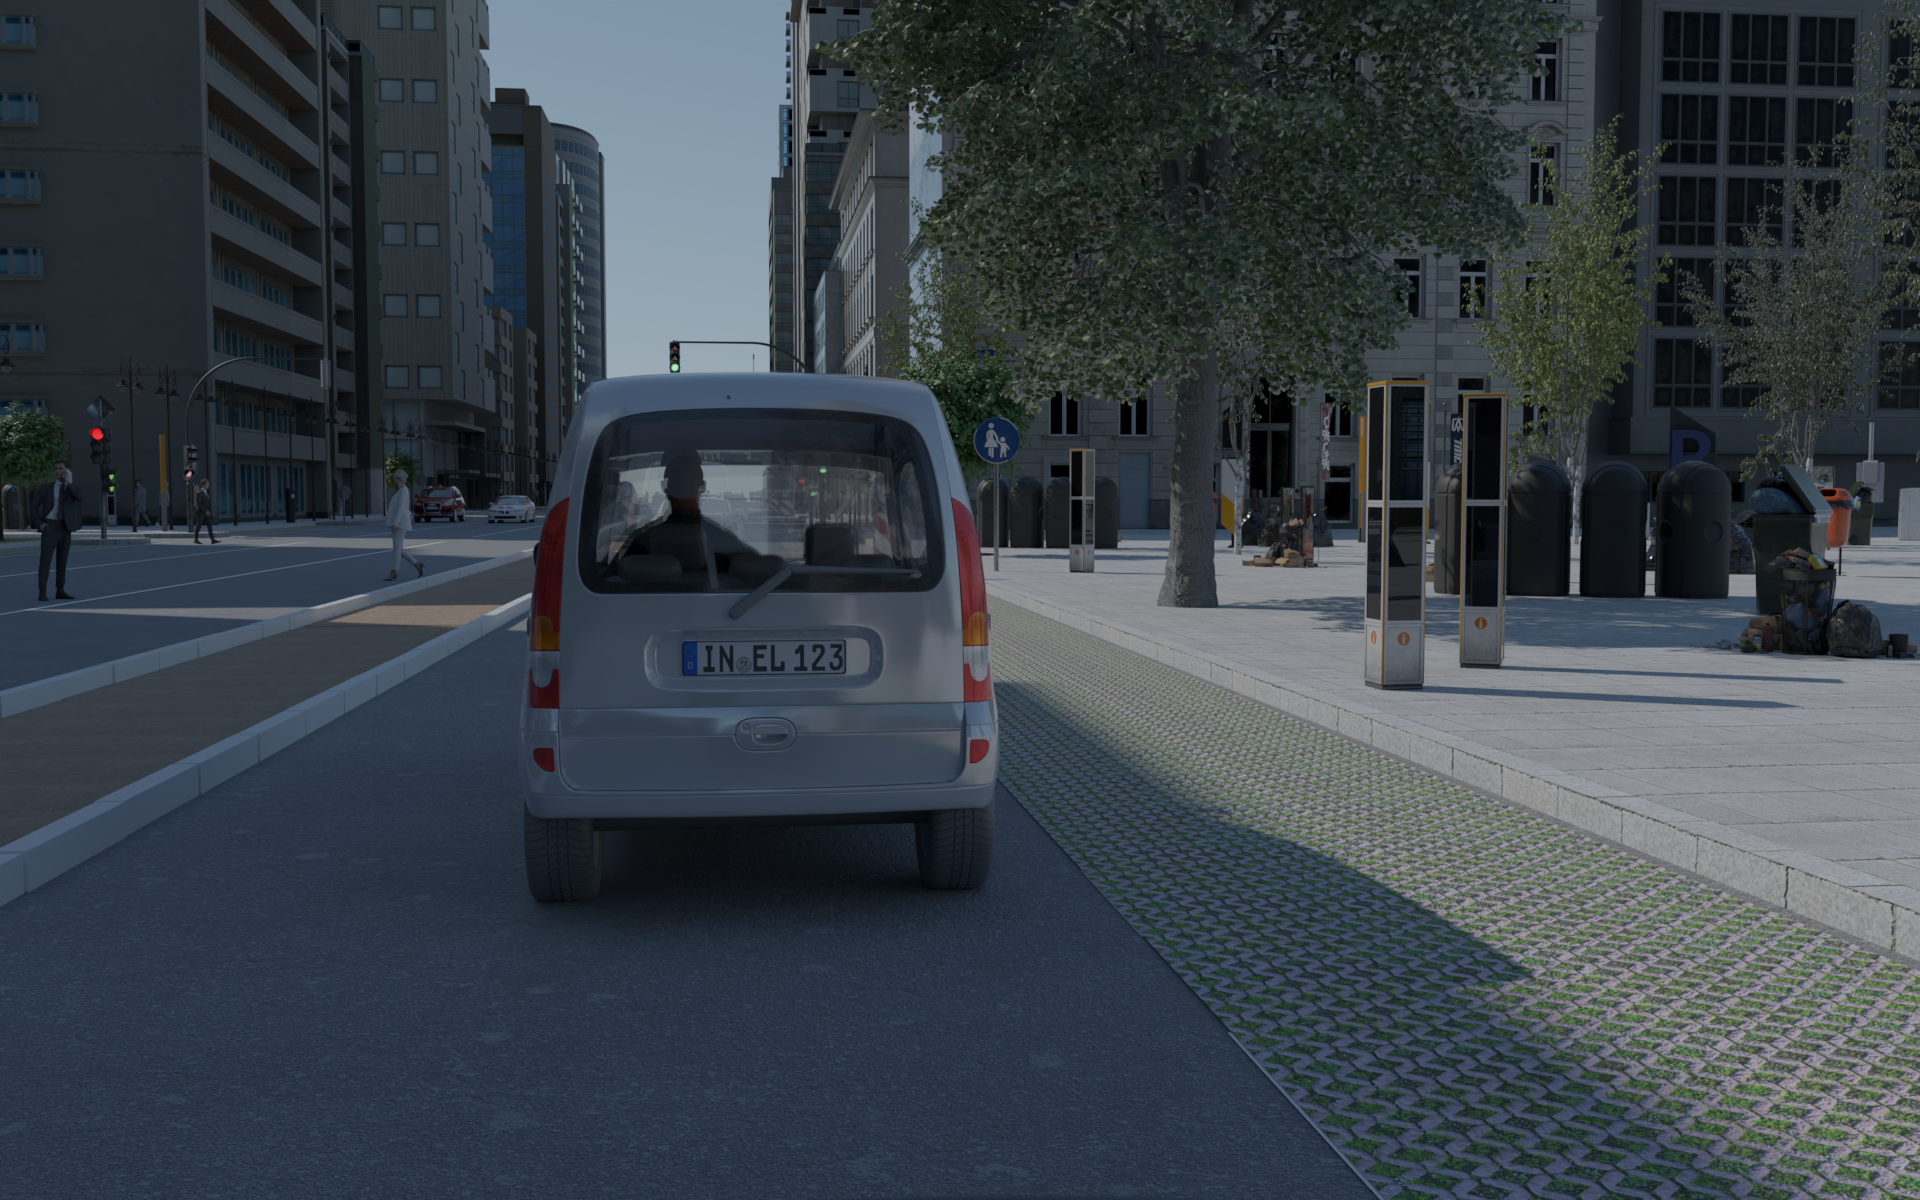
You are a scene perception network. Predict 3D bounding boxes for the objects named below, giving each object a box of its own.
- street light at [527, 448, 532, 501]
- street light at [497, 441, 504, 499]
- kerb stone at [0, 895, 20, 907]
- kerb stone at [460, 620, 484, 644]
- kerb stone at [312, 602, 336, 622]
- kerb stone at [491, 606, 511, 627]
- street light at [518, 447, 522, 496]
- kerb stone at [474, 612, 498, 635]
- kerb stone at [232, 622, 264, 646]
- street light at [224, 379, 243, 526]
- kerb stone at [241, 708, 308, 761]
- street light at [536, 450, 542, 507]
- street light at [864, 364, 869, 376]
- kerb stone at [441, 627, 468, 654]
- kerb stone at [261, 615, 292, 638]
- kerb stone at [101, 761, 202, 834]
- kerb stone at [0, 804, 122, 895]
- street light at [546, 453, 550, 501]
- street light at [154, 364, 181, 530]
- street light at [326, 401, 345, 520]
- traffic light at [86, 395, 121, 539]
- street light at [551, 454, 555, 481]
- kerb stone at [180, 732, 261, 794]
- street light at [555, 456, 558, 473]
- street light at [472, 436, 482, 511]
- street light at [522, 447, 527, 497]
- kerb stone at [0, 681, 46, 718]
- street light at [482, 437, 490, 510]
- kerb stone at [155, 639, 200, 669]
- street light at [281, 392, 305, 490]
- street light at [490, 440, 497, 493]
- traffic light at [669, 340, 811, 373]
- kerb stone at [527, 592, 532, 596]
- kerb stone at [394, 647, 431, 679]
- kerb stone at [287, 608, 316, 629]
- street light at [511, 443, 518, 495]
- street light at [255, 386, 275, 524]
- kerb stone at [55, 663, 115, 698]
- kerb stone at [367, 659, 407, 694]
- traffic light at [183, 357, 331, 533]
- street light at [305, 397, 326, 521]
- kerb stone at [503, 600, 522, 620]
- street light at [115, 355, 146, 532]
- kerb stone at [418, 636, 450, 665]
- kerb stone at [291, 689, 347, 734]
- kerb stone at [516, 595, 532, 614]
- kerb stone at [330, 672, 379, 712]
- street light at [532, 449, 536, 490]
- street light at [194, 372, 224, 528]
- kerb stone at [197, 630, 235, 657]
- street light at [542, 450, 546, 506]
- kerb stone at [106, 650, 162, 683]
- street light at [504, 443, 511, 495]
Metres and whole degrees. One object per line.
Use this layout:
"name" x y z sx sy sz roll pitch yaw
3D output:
"street light" -41.625 -11.818 166.019 0.468 5.910 1.993 0 4 -7
"street light" -38.946 -10.569 145.584 0.468 5.910 1.993 0 4 -7
"kerb stone" -3.353 1.014 5.706 0.120 0.150 1.000 0 4 -7
"kerb stone" -4.802 0.330 16.878 0.120 0.150 1.000 0 4 -7
"kerb stone" -7.275 0.158 19.614 0.120 0.150 1.000 0 4 -7
"kerb stone" -5.059 0.202 18.906 0.120 0.150 1.000 0 4 -7
"street light" -40.611 -11.335 158.113 0.468 5.910 1.993 0 4 -7
"kerb stone" -4.929 0.264 17.892 0.120 0.150 1.000 0 4 -7
"kerb stone" -6.879 0.351 16.571 0.120 0.150 1.000 0 4 -7
"street light" -29.238 -5.930 69.739 0.468 5.910 1.993 0 4 -7
"kerb stone" -3.874 0.761 9.762 0.120 0.150 1.000 0 4 -7
"street light" -42.701 -12.315 174.132 0.468 5.910 1.993 0 4 -7
"street light" -3.333 -5.440 61.737 0.468 5.910 1.993 0 4 -7
"kerb stone" -4.666 0.387 15.864 0.120 0.150 1.000 0 4 -7
"kerb stone" -7.004 0.284 17.585 0.120 0.150 1.000 0 4 -7
"kerb stone" -3.616 0.885 7.734 0.120 0.150 1.000 0 4 -7
"kerb stone" -3.475 0.946 6.721 0.120 0.150 1.000 0 4 -7
"street light" -43.774 -12.805 182.153 0.468 5.910 1.993 0 4 -7
"street light" -28.175 -5.439 61.710 0.468 5.910 1.993 0 4 -7
"street light" -31.266 -6.944 86.330 0.468 5.910 1.993 0 4 -7
"traffic light" -24.443 -3.698 49.375 0.839 4.253 0.868 0 4 -7
"street light" -44.221 -13.048 186.115 0.468 5.910 1.993 0 4 -7
"kerb stone" -3.745 0.822 8.748 0.120 0.150 1.000 0 4 -7
"street light" -44.669 -13.305 190.319 0.468 5.910 1.993 0 4 -7
"street light" -37.513 -9.835 133.587 0.468 5.910 1.993 0 4 -7
"street light" -41.134 -11.577 162.064 0.468 5.910 1.993 0 4 -7
"kerb stone" -6.210 0.655 11.491 0.120 0.150 1.000 0 4 -7
"street light" -38.004 -10.084 137.668 0.468 5.910 1.993 0 4 -7
"kerb stone" -6.615 0.469 14.534 0.120 0.150 1.000 0 4 -7
"street light" -30.251 -6.453 78.295 0.468 5.910 1.993 0 4 -7
"street light" -38.511 -10.326 141.622 0.468 5.910 1.993 0 4 -7
"traffic light" -6.216 -4.706 51.603 4.771 5.953 1.251 0 4 -7
"kerb stone" -5.453 0.015 21.959 0.120 0.150 1.000 0 4 -7
"kerb stone" -4.399 0.515 13.832 0.120 0.150 1.000 0 4 -7
"kerb stone" -7.131 0.220 18.600 0.120 0.150 1.000 0 4 -7
"street light" -40.002 -11.091 154.130 0.468 5.910 1.993 0 4 -7
"street light" -29.786 -6.211 74.336 0.468 5.910 1.993 0 4 -7
"kerb stone" -6.359 0.596 12.503 0.120 0.150 1.000 0 4 -7
"kerb stone" -4.268 0.575 12.814 0.120 0.150 1.000 0 4 -7
"traffic light" -23.406 -5.072 57.597 4.771 5.953 1.251 0 4 -7
"street light" -30.740 -6.695 82.250 0.468 5.910 1.993 0 4 -7
"kerb stone" -5.195 0.139 19.931 0.120 0.150 1.000 0 4 -7
"street light" -27.605 -5.197 57.764 0.468 5.910 1.993 0 4 -7
"kerb stone" -4.536 0.449 14.850 0.120 0.150 1.000 0 4 -7
"kerb stone" -4.009 0.698 10.777 0.120 0.150 1.000 0 4 -7
"kerb stone" -5.325 0.077 20.945 0.120 0.150 1.000 0 4 -7
"kerb stone" -4.142 0.636 11.800 0.120 0.150 1.000 0 4 -7
"street light" -42.277 -12.072 170.168 0.468 5.910 1.993 0 4 -7
"street light" -28.612 -5.689 65.801 0.468 5.910 1.993 0 4 -7
"kerb stone" -6.739 0.407 15.549 0.120 0.150 1.000 0 4 -7
"street light" -43.247 -12.564 178.203 0.468 5.910 1.993 0 4 -7
"kerb stone" -6.481 0.531 13.518 0.120 0.150 1.000 0 4 -7
"street light" -39.531 -10.834 149.923 0.468 5.910 1.993 0 4 -7
